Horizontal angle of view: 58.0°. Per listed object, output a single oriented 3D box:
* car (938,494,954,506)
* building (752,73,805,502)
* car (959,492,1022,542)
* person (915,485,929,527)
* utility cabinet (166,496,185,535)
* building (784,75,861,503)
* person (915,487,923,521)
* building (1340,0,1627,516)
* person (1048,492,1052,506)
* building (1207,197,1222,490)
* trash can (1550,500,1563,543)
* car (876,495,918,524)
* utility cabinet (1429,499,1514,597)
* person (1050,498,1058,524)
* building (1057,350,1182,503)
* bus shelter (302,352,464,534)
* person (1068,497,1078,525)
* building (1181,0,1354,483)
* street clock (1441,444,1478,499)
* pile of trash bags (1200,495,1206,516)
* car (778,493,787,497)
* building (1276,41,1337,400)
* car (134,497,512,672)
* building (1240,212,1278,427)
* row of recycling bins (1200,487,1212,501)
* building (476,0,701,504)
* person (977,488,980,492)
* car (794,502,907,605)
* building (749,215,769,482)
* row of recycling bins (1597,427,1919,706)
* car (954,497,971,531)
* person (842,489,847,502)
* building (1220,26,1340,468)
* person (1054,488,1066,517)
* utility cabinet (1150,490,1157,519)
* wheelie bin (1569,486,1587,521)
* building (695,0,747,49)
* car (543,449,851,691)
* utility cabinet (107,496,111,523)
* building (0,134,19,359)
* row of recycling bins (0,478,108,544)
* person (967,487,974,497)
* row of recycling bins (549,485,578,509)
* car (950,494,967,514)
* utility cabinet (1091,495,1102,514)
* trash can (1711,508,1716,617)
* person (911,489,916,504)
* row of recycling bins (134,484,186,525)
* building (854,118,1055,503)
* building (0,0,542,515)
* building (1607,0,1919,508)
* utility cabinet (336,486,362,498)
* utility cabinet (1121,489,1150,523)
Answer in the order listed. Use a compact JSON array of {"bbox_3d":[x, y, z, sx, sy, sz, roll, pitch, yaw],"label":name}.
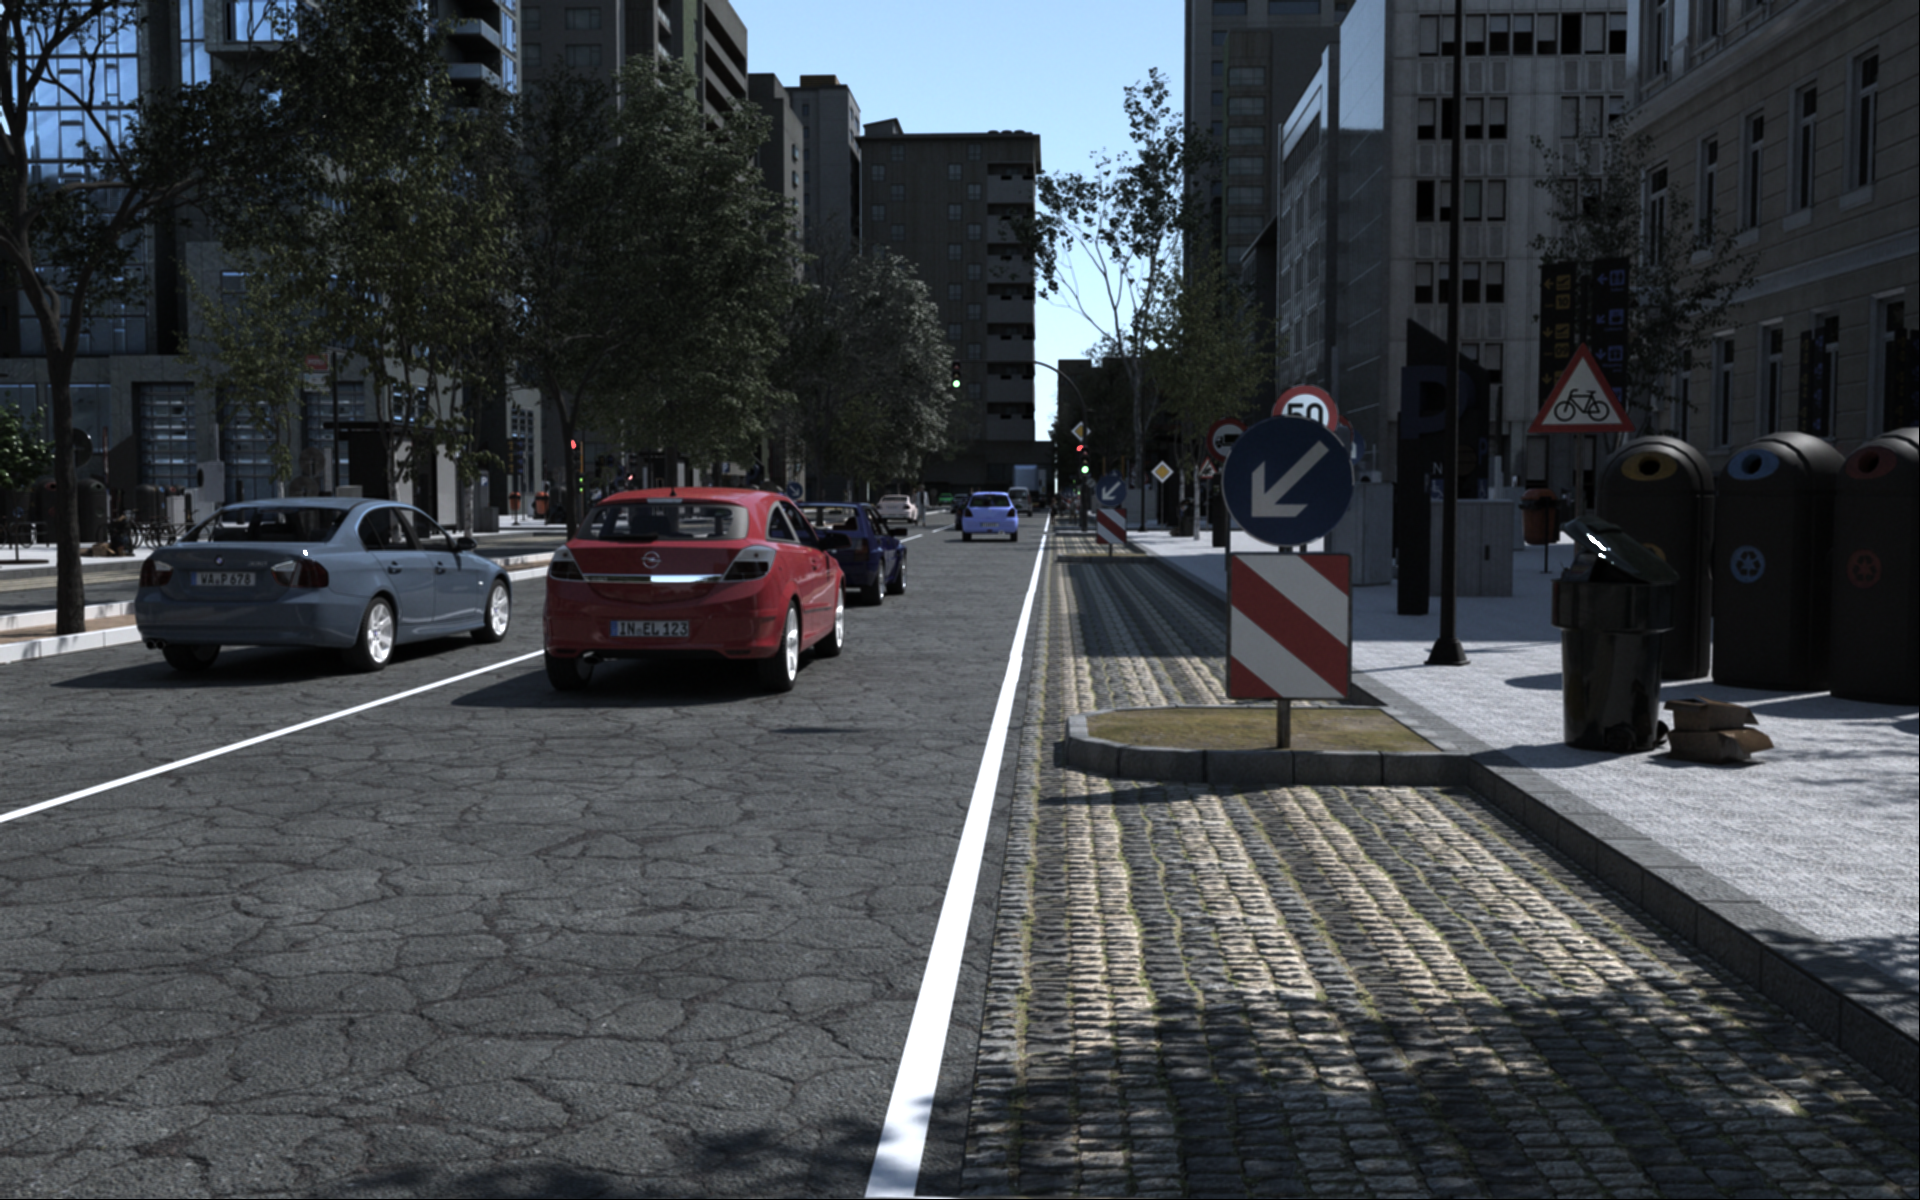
[{"bbox_3d":[-1.646,-12.039,205.636,1.959,1.807,4.718,0,4,2],"label":"car"},{"bbox_3d":[-29.753,-35.102,197.625,21.600,48.544,21.300,0,4,3],"label":"building"},{"bbox_3d":[0.940,-2.672,53.283,1.945,1.707,3.694,0,4,2],"label":"car"},{"bbox_3d":[-1.703,-4.151,76.248,0.514,1.842,0.818,-2,4,-27],"label":"person"},{"bbox_3d":[-23.624,-2.542,52.723,0.306,1.237,1.020,2,4,27],"label":"utility cabinet"},{"bbox_3d":[-28.507,-43.142,247.376,28.212,58.520,21.231,0,4,3],"label":"building"},{"bbox_3d":[-2.143,-5.151,92.695,0.573,1.828,0.580,-1,4,-14],"label":"person"},{"bbox_3d":[28.678,-16.092,81.128,19.932,24.808,12.078,0,4,3],"label":"building"},{"bbox_3d":[10.540,-11.801,202.907,0.415,1.643,0.593,1,4,10],"label":"person"},{"bbox_3d":[31.214,-24.363,170.041,14.160,30.474,14.107,0,4,3],"label":"building"},{"bbox_3d":[15.341,-2.051,45.188,0.748,1.137,0.748,0,3,0],"label":"trash can"},{"bbox_3d":[-3.102,-4.469,85.424,2.083,1.381,4.827,0,4,3],"label":"car"},{"bbox_3d":[6.386,-0.646,21.717,1.020,1.237,0.306,0,4,5],"label":"utility cabinet"},{"bbox_3d":[4.412,-4.175,81.430,0.362,1.253,0.373,-3,5,-44],"label":"person"},{"bbox_3d":[28.496,-24.683,248.610,28.899,21.520,27.650,0,4,3],"label":"building"},{"bbox_3d":[-17.291,-4.519,51.521,2.179,5.291,8.768,0,4,3],"label":"bus shelter"},{"bbox_3d":[5.262,-4.140,80.460,0.475,1.303,0.640,2,4,32],"label":"person"},{"bbox_3d":[35.091,-39.664,190.509,21.231,58.520,28.212,0,4,3],"label":"building"},{"bbox_3d":[7.179,-1.245,24.931,0.471,2.002,0.358,-1,4,-9],"label":"street clock"},{"bbox_3d":[14.562,-5.578,100.958,3.447,1.369,1.912,-2,4,-27],"label":"pile of trash bags"},{"bbox_3d":[-8.696,-4.301,79.912,1.945,1.707,3.694,0,4,1],"label":"car"},{"bbox_3d":[25.726,-17.277,100.497,12.078,24.808,19.932,0,4,3],"label":"building"},{"bbox_3d":[-5.430,-0.202,15.312,2.014,1.417,4.499,0,4,5],"label":"car"},{"bbox_3d":[28.960,-18.749,125.614,14.314,24.678,30.058,0,4,3],"label":"building"},{"bbox_3d":[15.056,-5.997,105.161,3.534,1.692,1.069,2,4,25],"label":"row of recycling bins"},{"bbox_3d":[-27.731,-27.222,128.672,14.154,41.232,14.086,0,4,3],"label":"building"},{"bbox_3d":[1.120,-6.031,107.063,0.822,1.834,0.622,-3,5,-41],"label":"person"},{"bbox_3d":[-1.744,-0.680,23.698,1.945,1.354,3.894,0,4,5],"label":"car"},{"bbox_3d":[-27.193,-24.537,172.887,14.160,30.474,14.107,0,4,3],"label":"building"},{"bbox_3d":[5.672,-0.251,11.212,1.069,1.692,3.534,-2,4,-31],"label":"row of recycling bins"},{"bbox_3d":[0.725,-3.474,69.380,1.945,1.354,3.894,0,4,2],"label":"car"},{"bbox_3d":[-8.020,-6.814,120.459,0.362,1.759,0.519,0,4,7],"label":"person"},{"bbox_3d":[30.384,-28.873,155.664,14.154,41.232,14.086,0,4,3],"label":"building"},{"bbox_3d":[6.273,-6.193,109.718,0.822,1.834,0.622,0,4,7],"label":"person"},{"bbox_3d":[9.364,-4.824,87.545,1.173,1.500,0.318,1,4,23],"label":"utility cabinet"},{"bbox_3d":[23.536,-3.568,66.243,0.693,1.594,0.980,-1,4,-23],"label":"wheelie bin"},{"bbox_3d":[-31.262,-32.478,154.709,21.300,48.544,21.600,0,4,3],"label":"building"},{"bbox_3d":[-2.013,-0.309,14.092,2.155,1.783,4.494,0,4,3],"label":"car"},{"bbox_3d":[-34.519,-3.574,69.595,0.306,1.237,1.020,3,4,37],"label":"utility cabinet"},{"bbox_3d":[-65.424,-15.192,93.421,28.899,21.520,27.650,0,4,3],"label":"building"},{"bbox_3d":[-23.998,-2.304,44.791,3.534,1.692,1.069,-3,5,-43],"label":"row of recycling bins"},{"bbox_3d":[0.778,-6.224,110.043,0.659,1.850,0.755,-1,4,-16],"label":"person"},{"bbox_3d":[-18.723,-4.622,82.685,1.069,1.692,3.534,0,4,4],"label":"row of recycling bins"},{"bbox_3d":[0.261,-7.055,127.352,2.014,1.417,4.499,0,4,3],"label":"car"},{"bbox_3d":[8.906,-6.177,112.149,0.306,1.237,1.020,-2,4,-32],"label":"utility cabinet"},{"bbox_3d":[7.822,-0.408,18.321,0.748,1.137,0.748,0,3,0],"label":"trash can"},{"bbox_3d":[-2.530,-5.383,97.183,0.598,1.740,0.731,-3,5,-41],"label":"person"},{"bbox_3d":[-33.777,-4.039,73.154,1.069,1.692,3.534,0,4,3],"label":"row of recycling bins"},{"bbox_3d":[0.055,-40.448,250.564,27.495,52.752,28.713,0,4,3],"label":"building"},{"bbox_3d":[-36.797,-47.761,93.568,22.319,86.520,31.000,0,4,3],"label":"building"},{"bbox_3d":[22.899,-15.232,34.949,13.634,28.700,20.117,0,4,3],"label":"building"},{"bbox_3d":[-16.345,-2.303,46.334,0.318,1.500,1.173,-3,4,-39],"label":"utility cabinet"},{"bbox_3d":[7.673,-4.137,76.320,1.173,1.500,0.318,-2,4,-29],"label":"utility cabinet"}]
